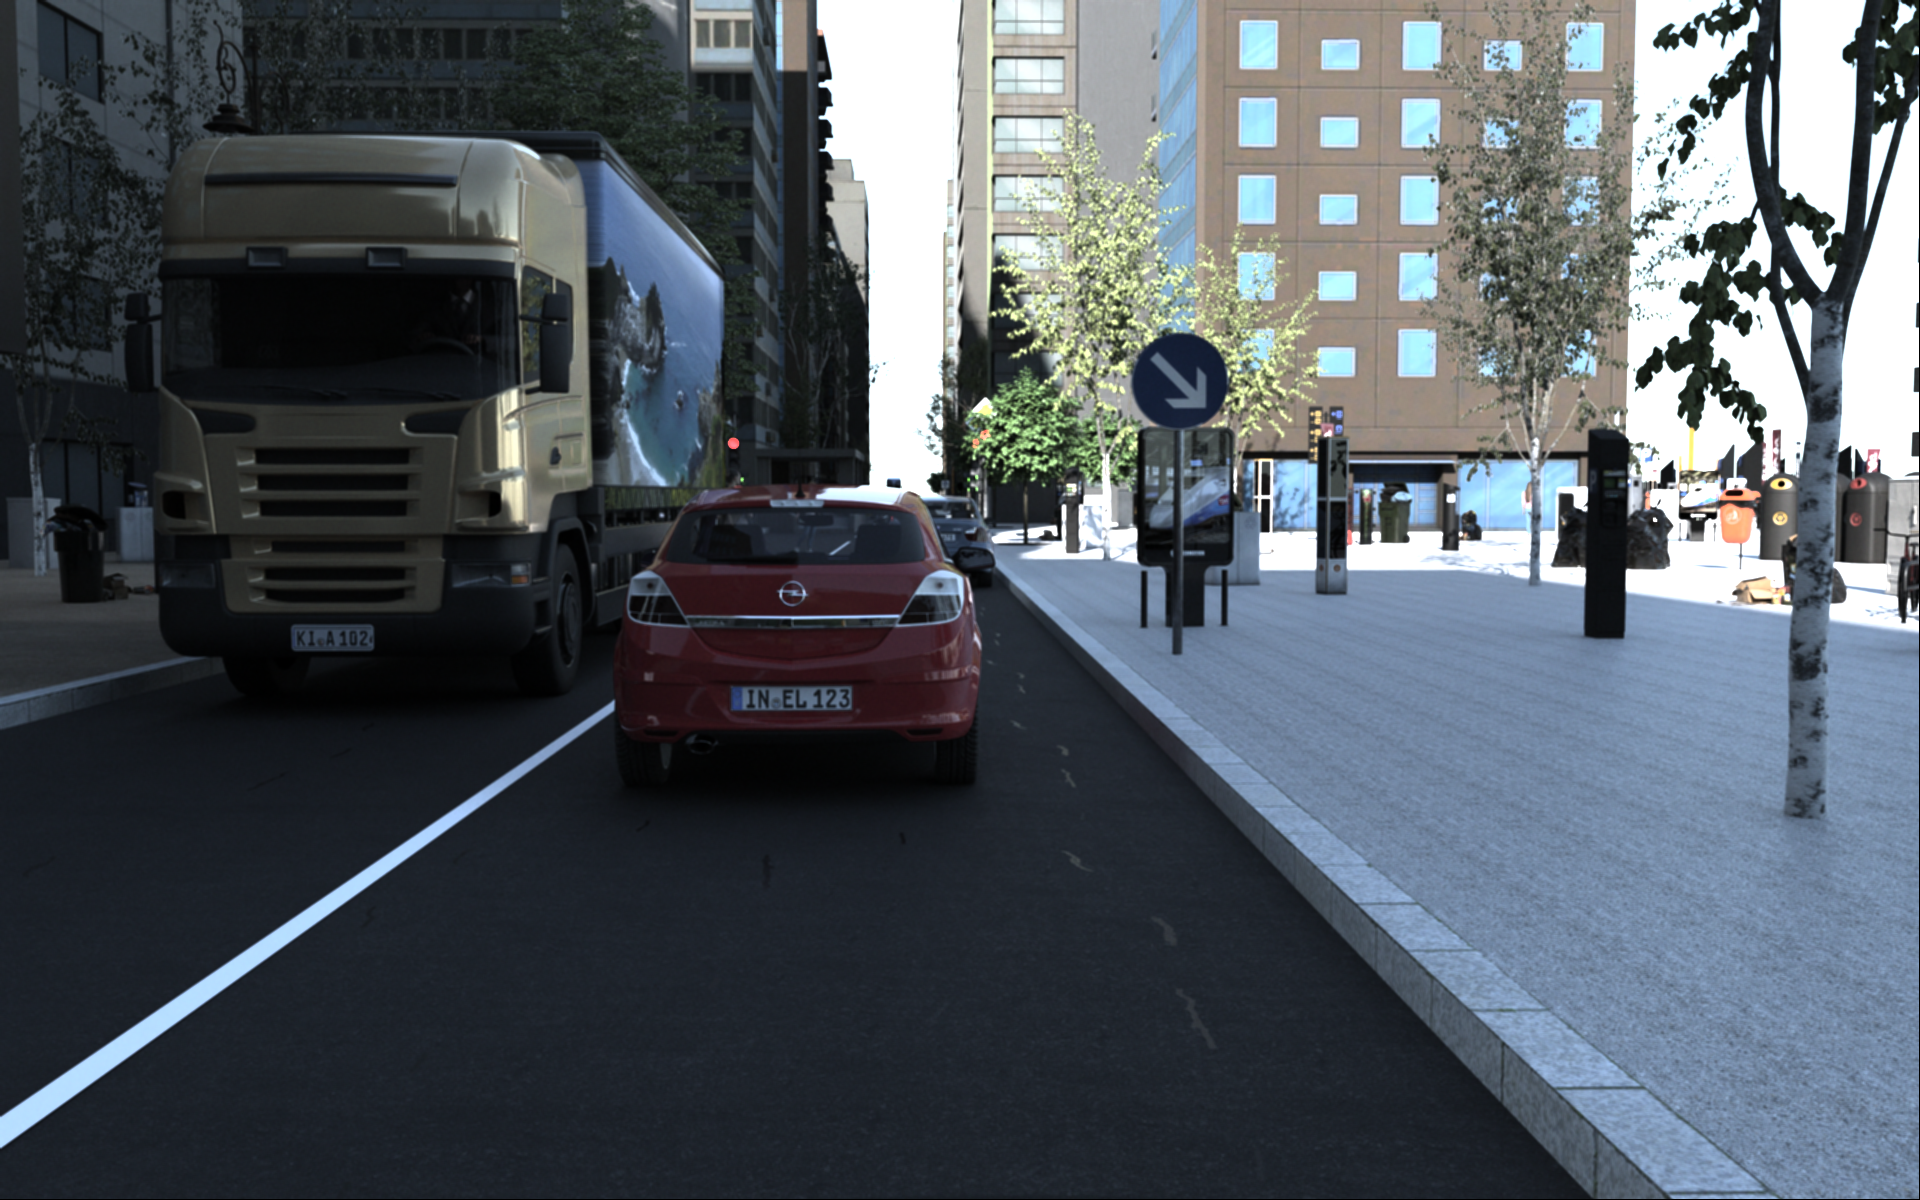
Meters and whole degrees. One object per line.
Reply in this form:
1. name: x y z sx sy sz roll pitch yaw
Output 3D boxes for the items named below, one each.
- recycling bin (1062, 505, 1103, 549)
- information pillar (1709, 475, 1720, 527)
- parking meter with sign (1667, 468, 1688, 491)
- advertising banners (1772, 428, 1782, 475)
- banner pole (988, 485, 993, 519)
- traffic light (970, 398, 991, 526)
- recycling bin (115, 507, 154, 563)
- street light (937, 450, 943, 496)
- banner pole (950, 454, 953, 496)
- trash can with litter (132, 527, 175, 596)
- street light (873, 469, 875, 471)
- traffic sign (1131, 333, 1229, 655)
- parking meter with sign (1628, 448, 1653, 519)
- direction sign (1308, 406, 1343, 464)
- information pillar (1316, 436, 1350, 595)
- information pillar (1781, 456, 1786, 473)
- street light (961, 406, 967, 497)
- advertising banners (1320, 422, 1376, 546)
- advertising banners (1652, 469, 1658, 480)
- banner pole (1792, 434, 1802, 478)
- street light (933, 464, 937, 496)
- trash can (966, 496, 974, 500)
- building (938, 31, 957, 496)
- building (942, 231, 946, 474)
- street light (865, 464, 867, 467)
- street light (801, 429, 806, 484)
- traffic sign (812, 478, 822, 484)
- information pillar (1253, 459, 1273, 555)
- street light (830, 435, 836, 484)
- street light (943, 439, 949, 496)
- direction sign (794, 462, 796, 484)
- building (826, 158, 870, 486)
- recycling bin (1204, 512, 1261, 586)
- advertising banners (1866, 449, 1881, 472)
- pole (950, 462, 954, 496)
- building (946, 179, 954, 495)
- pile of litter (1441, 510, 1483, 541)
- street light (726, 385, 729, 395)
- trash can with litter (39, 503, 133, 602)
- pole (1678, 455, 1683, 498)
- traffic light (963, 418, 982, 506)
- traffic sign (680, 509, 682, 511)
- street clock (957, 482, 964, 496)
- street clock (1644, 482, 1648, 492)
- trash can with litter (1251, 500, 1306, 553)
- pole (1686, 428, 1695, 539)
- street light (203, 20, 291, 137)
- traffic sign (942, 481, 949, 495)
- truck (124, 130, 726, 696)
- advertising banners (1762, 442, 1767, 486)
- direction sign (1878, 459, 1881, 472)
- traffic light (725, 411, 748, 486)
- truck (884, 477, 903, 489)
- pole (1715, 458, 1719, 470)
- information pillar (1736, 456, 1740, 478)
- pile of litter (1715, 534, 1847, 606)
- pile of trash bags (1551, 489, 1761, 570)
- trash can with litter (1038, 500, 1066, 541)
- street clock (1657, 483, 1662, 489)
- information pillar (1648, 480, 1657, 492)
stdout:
1. recycling bin: 2.887 -1.730 40.843 0.722 1.027 0.722 3 5 40
2. information pillar: 29.190 -3.825 67.034 0.304 2.012 0.304 1 4 11
3. parking meter with sign: 48.562 -7.445 117.979 1.738 3.016 0.543 2 4 31
4. advertising banners: 21.866 -3.024 45.627 0.090 3.025 2.074 0 4 -1
5. banner pole: 1.267 -4.966 71.207 0.401 3.779 0.863 -1 4 -16
6. traffic light: 0.725 -3.773 50.612 0.839 4.253 0.868 0 4 -1
7. recycling bin: -15.486 -1.229 32.655 0.722 1.027 0.722 -2 4 -32
8. street light: -1.719 -11.911 167.535 0.468 5.910 1.993 0 4 -1
9. banner pole: -0.520 -7.237 108.347 0.401 3.779 0.863 0 4 6
10. trash can with litter: -9.947 -0.716 22.766 1.678 1.210 2.233 2 4 26
11. street light: -12.936 -17.583 260.267 0.468 5.910 1.993 0 4 -1
12. traffic sign: 1.742 -0.837 13.799 0.768 2.556 0.104 0 4 5
13. parking meter with sign: 25.046 -4.177 64.563 1.738 3.016 0.543 -2 4 -33
14. direction sign: 9.459 -3.232 44.847 0.876 3.537 0.379 0 4 3
15. information pillar: 4.766 -1.081 22.173 0.304 2.012 0.304 -1 4 -17
16. information pillar: 51.281 -7.143 108.135 0.183 3.616 0.504 -3 4 -39
17. street light: 0.245 -7.225 90.909 0.468 5.910 1.993 0 4 -1
18. advertising banners: 9.600 -2.858 42.917 2.074 3.025 0.090 -3 4 -37
19. advertising banners: 49.023 -7.621 120.792 2.074 3.025 0.090 -1 4 -21
20. banner pole: 34.827 -5.026 72.195 0.863 3.779 0.401 -3 4 -37
21. street light: -2.677 -14.468 209.336 0.468 5.910 1.993 0 4 -1
22. trash can: 0.762 -6.472 117.468 0.748 1.137 0.748 0 3 0
23. building: 6.887 -50.724 267.594 20.563 71.187 20.611 0 4 -1
24. building: 4.001 -38.874 285.691 14.600 45.320 14.200 0 4 -1
25. street light: -11.853 -15.030 218.534 0.468 5.910 1.993 0 4 -1
26. street light: -9.082 -7.807 100.429 0.468 5.910 1.993 0 4 -1
27. traffic sign: -8.827 -6.409 106.916 0.606 2.300 0.079 0 4 3
28. information pillar: 6.400 -1.964 36.608 0.304 2.012 0.304 -1 4 -13
29. street light: -9.950 -9.991 136.136 0.468 5.910 1.993 0 4 -1
30. street light: -0.896 -9.822 133.377 0.468 5.910 1.993 0 4 -1
31. direction sign: -8.396 -5.889 88.281 0.379 3.537 0.876 -1 4 -11
32. building: -24.139 -38.470 252.679 21.300 48.544 21.600 0 4 -1
33. recycling bin: 3.814 -0.740 24.652 0.722 1.027 0.722 -1 4 -14
34. advertising banners: 34.009 -4.274 66.069 2.074 3.025 0.090 0 4 8
35. pole: -0.506 -7.201 111.575 0.158 3.312 0.155 0 3 0
36. building: 5.156 -33.230 226.905 14.154 41.232 14.086 0 4 -1
37. pile of litter: 13.809 -2.074 47.876 1.719 0.858 1.176 -3 5 -40
38. street light: -8.010 -5.251 58.642 0.468 5.910 1.993 0 4 -1
39. trash can with litter: -10.450 -0.574 20.769 0.624 1.170 1.055 0 4 4
40. pole: 37.694 -5.922 90.675 0.158 3.312 0.155 0 3 0
41. traffic light: 0.531 -4.261 58.595 0.839 4.253 0.868 0 4 -1
42. traffic sign: -7.392 -2.805 45.961 0.768 2.556 0.104 0 4 2
43. street clock: 0.040 -6.237 106.552 0.471 2.002 0.358 0 4 6
44. street clock: 39.687 -5.851 100.226 0.358 2.002 0.471 1 4 9
45. trash can with litter: 6.623 -1.682 38.565 1.678 1.210 2.233 -1 4 -10
46. pole: 20.714 -3.380 49.104 0.158 3.312 0.155 0 3 0
47. street light: -7.083 -2.738 17.560 0.468 5.910 1.993 0 4 -1
48. traffic sign: -1.086 -7.764 129.070 0.606 2.300 0.079 0 4 8
49. truck: -4.008 -1.638 15.701 2.839 4.237 11.283 0 4 -1
50. advertising banners: 27.546 -3.836 58.904 0.090 3.025 2.074 3 5 40
51. direction sign: 58.642 -7.294 111.251 0.876 3.537 0.379 2 4 35
52. traffic light: -7.577 -4.248 58.383 0.839 4.253 0.868 0 4 -1
53. truck: -10.678 -17.804 280.851 2.967 4.110 18.799 0 4 -2
54. pole: 43.029 -6.402 98.516 0.158 3.312 0.155 0 3 0
55. information pillar: 47.468 -6.993 105.697 0.183 3.616 0.504 0 4 2
56. pile of litter: 9.682 -0.395 20.419 1.719 0.858 1.176 0 4 -8
57. pile of trash bags: 11.950 -1.233 29.912 3.447 1.369 1.912 3 5 42
58. trash can with litter: 2.716 -2.231 47.860 1.055 1.170 0.624 -2 4 -25
59. street clock: 44.631 -6.496 110.772 0.358 2.002 0.471 -3 5 -44
60. information pillar: 35.628 -5.177 89.138 0.304 2.012 0.304 -2 4 -26
